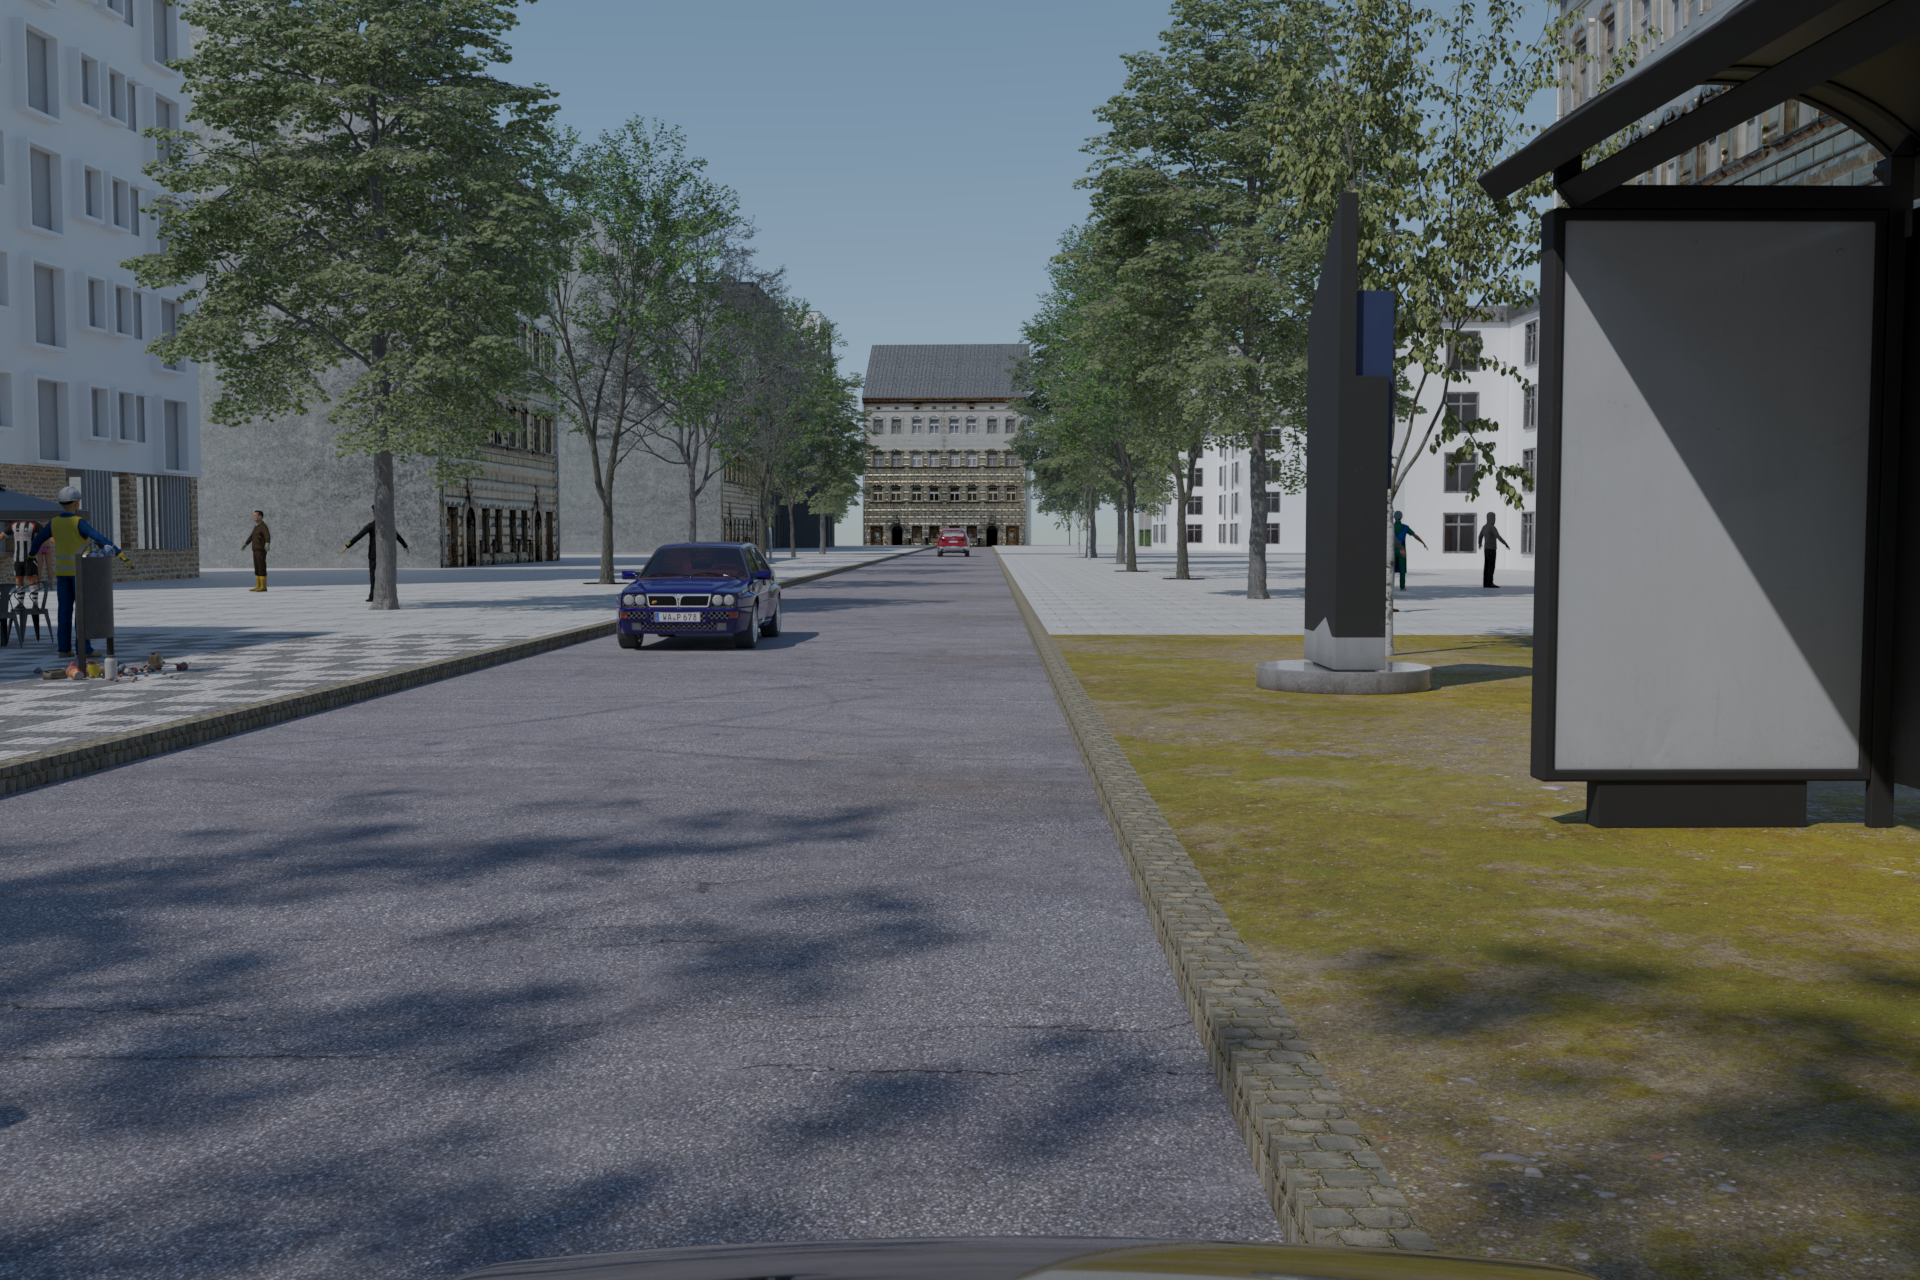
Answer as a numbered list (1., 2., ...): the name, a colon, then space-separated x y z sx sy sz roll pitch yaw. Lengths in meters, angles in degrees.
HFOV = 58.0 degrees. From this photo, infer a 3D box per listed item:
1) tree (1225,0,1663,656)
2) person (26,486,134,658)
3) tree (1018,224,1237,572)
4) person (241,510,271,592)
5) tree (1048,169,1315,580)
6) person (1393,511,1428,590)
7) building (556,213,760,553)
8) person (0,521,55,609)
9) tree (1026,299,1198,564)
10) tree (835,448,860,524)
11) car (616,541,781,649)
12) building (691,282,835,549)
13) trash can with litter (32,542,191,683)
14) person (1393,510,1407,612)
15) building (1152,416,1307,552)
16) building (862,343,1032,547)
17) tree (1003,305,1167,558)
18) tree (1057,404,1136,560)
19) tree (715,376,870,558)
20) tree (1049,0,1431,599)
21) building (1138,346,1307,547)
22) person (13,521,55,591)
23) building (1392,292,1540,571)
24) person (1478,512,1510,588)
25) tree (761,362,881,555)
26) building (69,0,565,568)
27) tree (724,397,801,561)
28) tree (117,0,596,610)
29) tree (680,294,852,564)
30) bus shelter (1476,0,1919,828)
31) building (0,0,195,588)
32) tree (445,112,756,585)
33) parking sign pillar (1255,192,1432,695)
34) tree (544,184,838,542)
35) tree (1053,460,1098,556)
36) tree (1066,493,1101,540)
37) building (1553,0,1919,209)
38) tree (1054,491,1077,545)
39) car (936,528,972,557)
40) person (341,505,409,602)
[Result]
1. tree: 4.611 -4.126 17.821 4.737 8.622 4.395 0 3 0
2. person: -9.177 -0.707 18.026 1.216 1.772 0.721 1 4 10
3. tree: 5.716 -8.122 58.545 9.928 11.665 9.643 0 3 0
4. person: -15.604 -1.980 38.513 0.704 1.812 1.346 -3 5 -45
5. tree: 6.325 -7.511 48.560 9.928 11.665 9.643 0 3 0
6. person: 9.975 -2.040 39.482 1.347 1.817 0.704 1 4 15
7. building: -25.161 -18.062 126.237 19.493 23.208 18.063 0 4 1
8. person: -15.450 -1.374 28.615 1.345 1.843 0.704 0 4 -4
9. tree: 6.563 -9.497 73.395 7.486 12.596 7.792 0 3 0
10. tree: -16.580 -17.839 198.316 9.857 13.997 8.962 0 3 0
11. car: -3.395 -0.631 22.902 1.945 1.354 3.894 0 4 1
12. building: -26.796 -19.142 156.943 27.936 21.610 32.646 0 4 1
13. trash can with litter: -7.693 -0.303 16.019 1.678 1.210 2.233 0 4 1
14. person: 6.992 -1.349 28.327 0.705 1.796 1.348 2 4 32
15. building: 20.938 -11.910 136.871 9.099 9.664 28.070 0 4 1
16. building: -1.083 -22.378 199.272 18.063 23.208 19.493 0 4 4
17. tree: 6.950 -11.371 92.567 9.857 13.997 8.962 0 3 0
18. tree: 6.119 -8.220 84.766 4.360 8.622 3.978 0 3 0
19. tree: -9.143 -9.815 94.886 8.767 10.594 7.601 0 4 -8
20. tree: 5.478 -7.077 33.836 7.486 12.596 7.792 0 3 0
21. building: 27.166 -18.542 169.618 16.747 18.905 31.486 0 4 1
22. person: -20.845 -1.994 39.406 1.217 1.733 0.721 -2 4 -28
23. building: 20.849 -7.441 63.816 9.099 9.664 28.070 0 4 1
24. person: 12.660 -2.149 41.264 0.705 1.813 1.348 -1 4 -13
25. tree: -8.746 -11.645 108.522 7.486 12.596 7.792 0 3 0
26. building: -28.468 -14.811 73.097 19.493 23.208 18.063 0 4 1
27. tree: -8.973 -8.168 83.913 4.360 8.622 3.978 0 3 0
28. tree: -10.004 -6.805 29.390 7.486 12.596 7.792 0 3 0
29. tree: -8.336 -9.077 74.172 9.928 11.665 9.643 0 3 0
30. bus shelter: 3.350 -0.679 5.020 2.014 3.302 5.546 0 4 -1
31. building: -27.421 -11.076 37.511 16.016 20.090 11.380 0 4 0
32. tree: -9.055 -7.221 43.811 9.928 11.665 9.643 0 3 0
33. parking sign pillar: 3.208 -1.586 14.401 1.447 3.967 1.447 0 4 1
34. tree: -9.207 -9.147 59.931 12.009 13.543 11.850 0 3 0
35. tree: 6.938 -9.346 103.169 4.737 8.622 4.395 0 3 0
36. tree: 14.003 -14.927 194.412 4.737 8.622 4.395 0 3 0
37. building: 25.070 -12.630 37.435 19.493 23.208 18.063 0 4 1
38. tree: 12.388 -15.222 199.236 4.737 8.622 4.395 0 3 0
39. car: -0.398 -6.193 109.923 2.281 1.827 5.304 0 4 0
40. person: -11.017 -1.641 32.762 1.347 1.837 0.705 -3 5 -44
